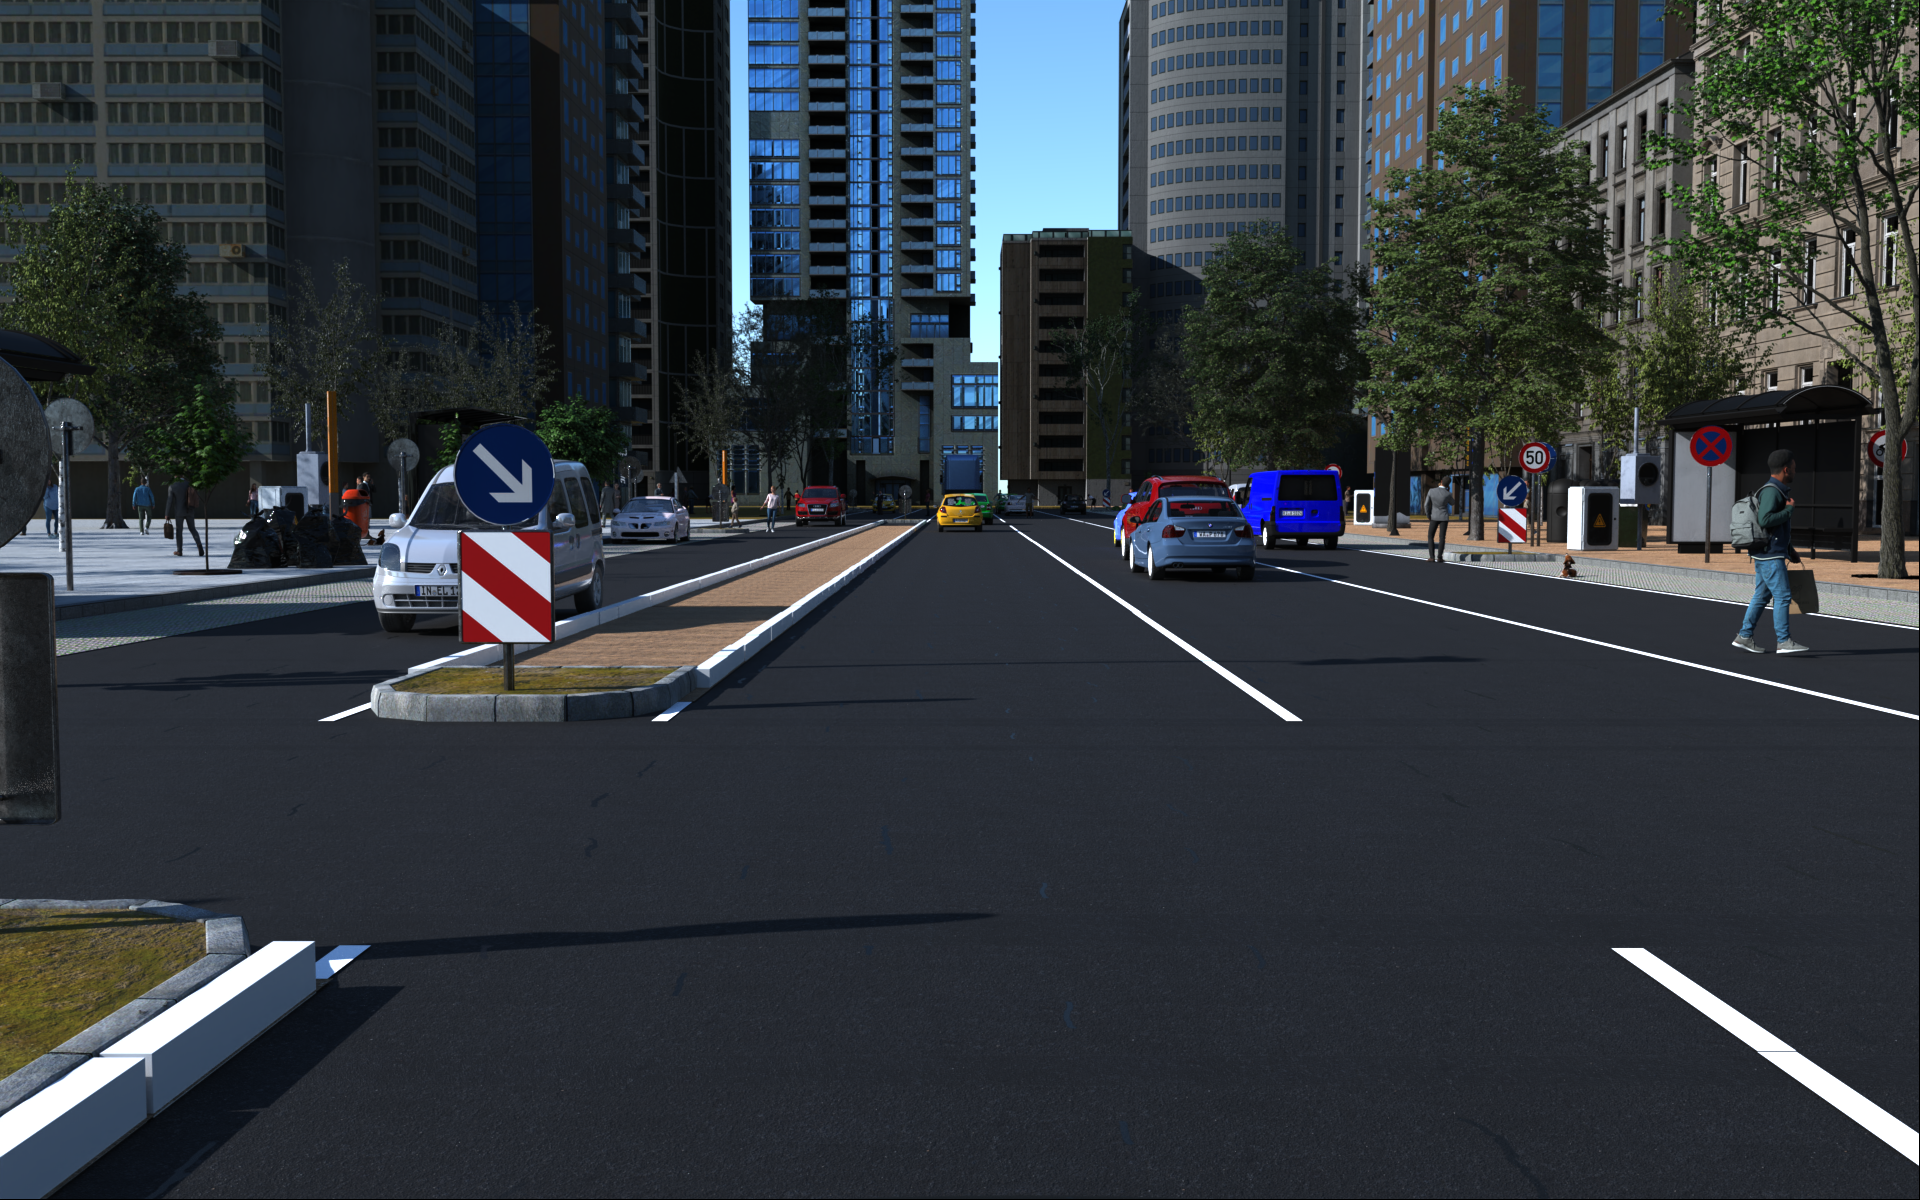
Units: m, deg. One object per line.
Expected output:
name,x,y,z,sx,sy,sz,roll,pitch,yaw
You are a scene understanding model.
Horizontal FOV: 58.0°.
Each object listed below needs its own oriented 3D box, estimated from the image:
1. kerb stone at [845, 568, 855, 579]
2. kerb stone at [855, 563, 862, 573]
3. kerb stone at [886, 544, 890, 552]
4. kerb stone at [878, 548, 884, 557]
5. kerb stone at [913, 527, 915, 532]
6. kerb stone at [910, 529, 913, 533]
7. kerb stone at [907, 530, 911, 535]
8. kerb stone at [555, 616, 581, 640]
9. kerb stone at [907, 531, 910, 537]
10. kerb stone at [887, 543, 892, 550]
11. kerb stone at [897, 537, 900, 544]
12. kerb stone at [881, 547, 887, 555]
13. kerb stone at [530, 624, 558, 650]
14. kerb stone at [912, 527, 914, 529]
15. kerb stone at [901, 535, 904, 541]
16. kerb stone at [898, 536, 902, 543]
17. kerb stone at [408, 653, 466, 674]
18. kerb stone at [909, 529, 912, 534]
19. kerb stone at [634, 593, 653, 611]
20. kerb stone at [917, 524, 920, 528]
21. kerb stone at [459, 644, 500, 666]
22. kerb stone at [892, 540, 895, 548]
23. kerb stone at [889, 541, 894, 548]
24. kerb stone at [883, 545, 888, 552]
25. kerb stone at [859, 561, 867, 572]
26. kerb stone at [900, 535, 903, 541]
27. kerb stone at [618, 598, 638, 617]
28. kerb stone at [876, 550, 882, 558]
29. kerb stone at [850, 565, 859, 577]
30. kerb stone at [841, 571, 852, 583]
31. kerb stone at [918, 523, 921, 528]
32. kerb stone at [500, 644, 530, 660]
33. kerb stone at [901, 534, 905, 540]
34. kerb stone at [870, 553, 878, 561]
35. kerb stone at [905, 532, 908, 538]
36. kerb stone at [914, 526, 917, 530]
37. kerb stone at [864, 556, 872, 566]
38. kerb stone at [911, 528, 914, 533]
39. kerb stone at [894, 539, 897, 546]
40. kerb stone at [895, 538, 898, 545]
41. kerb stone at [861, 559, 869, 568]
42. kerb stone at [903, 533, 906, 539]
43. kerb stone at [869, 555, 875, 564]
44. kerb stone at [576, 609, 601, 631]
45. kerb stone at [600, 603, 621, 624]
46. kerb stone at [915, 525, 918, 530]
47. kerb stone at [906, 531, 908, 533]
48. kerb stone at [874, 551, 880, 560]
kerb stone,-1.864,-0.392,28.605,0.120,0.150,1.000,0,4,0
kerb stone,-1.865,-0.517,30.666,0.120,0.150,1.000,0,4,0
kerb stone,-1.829,-1.209,41.965,0.120,0.150,1.000,0,4,0
kerb stone,-1.839,-1.021,38.884,0.120,0.150,1.000,0,4,0
kerb stone,-1.788,-2.460,62.463,0.120,0.150,1.000,0,4,0
kerb stone,-1.787,-2.275,59.396,0.120,0.150,1.000,0,4,0
kerb stone,-1.796,-2.147,57.343,0.120,0.150,1.000,0,4,0
kerb stone,-3.985,0.298,17.325,0.120,0.150,1.000,0,4,0
kerb stone,-1.795,-2.087,56.315,0.120,0.150,1.000,0,4,0
kerb stone,-1.824,-1.272,42.989,0.120,0.150,1.000,0,4,0
kerb stone,-1.811,-1.585,48.105,0.120,0.150,1.000,0,4,0
kerb stone,-1.832,-1.080,39.906,0.120,0.150,1.000,0,4,0
kerb stone,-3.985,0.362,16.295,0.120,0.150,1.000,0,4,0
kerb stone,-1.790,-2.400,61.440,0.120,0.150,1.000,0,4,0
kerb stone,-1.806,-1.773,51.180,0.120,0.150,1.000,0,4,0
kerb stone,-1.809,-1.647,49.127,0.120,0.150,1.000,0,4,0
kerb stone,-3.994,0.549,13.227,0.120,0.150,1.000,0,4,0
kerb stone,-1.784,-2.212,58.370,0.120,0.150,1.000,0,4,0
kerb stone,-3.982,0.049,21.421,0.120,0.150,1.000,0,4,0
kerb stone,-1.767,-2.839,68.614,0.120,0.150,1.000,0,4,0
kerb stone,-3.997,0.487,14.250,0.120,0.150,1.000,0,4,0
kerb stone,-1.825,-1.397,45.034,0.120,0.150,1.000,0,4,0
kerb stone,-1.826,-1.334,44.012,0.120,0.150,1.000,0,4,0
kerb stone,-1.833,-1.145,40.933,0.120,0.150,1.000,0,4,0
kerb stone,-1.846,-0.581,31.692,0.120,0.150,1.000,0,4,0
kerb stone,-1.804,-1.710,50.150,0.120,0.150,1.000,0,4,0
kerb stone,-3.980,0.110,20.399,0.120,0.150,1.000,0,4,0
kerb stone,-1.840,-0.956,37.855,0.120,0.150,1.000,0,4,0
kerb stone,-1.855,-0.455,29.634,0.120,0.150,1.000,0,4,0
kerb stone,-1.855,-0.329,27.579,0.120,0.150,1.000,0,4,0
kerb stone,-1.758,-2.896,69.637,0.120,0.150,1.000,0,4,0
kerb stone,-3.997,0.424,15.272,0.120,0.150,1.000,0,4,0
kerb stone,-1.809,-1.835,52.202,0.120,0.150,1.000,0,4,0
kerb stone,-1.833,-0.832,35.804,0.120,0.150,1.000,0,4,0
kerb stone,-1.798,-1.961,54.260,0.120,0.150,1.000,0,4,0
kerb stone,-1.780,-2.588,64.513,0.120,0.150,1.000,0,4,0
kerb stone,-1.848,-0.706,33.741,0.120,0.150,1.000,0,4,0
kerb stone,-1.781,-2.338,60.418,0.120,0.150,1.000,0,4,0
kerb stone,-1.817,-1.457,46.056,0.120,0.150,1.000,0,4,0
kerb stone,-1.823,-1.522,47.082,0.120,0.150,1.000,0,4,0
kerb stone,-1.849,-0.633,32.715,0.120,0.150,1.000,0,4,0
kerb stone,-1.801,-1.896,53.234,0.120,0.150,1.000,0,4,0
kerb stone,-1.846,-0.769,34.774,0.120,0.150,1.000,0,4,0
kerb stone,-3.992,0.235,18.348,0.120,0.150,1.000,0,4,0
kerb stone,-3.982,0.174,19.376,0.120,0.150,1.000,0,4,0
kerb stone,-1.774,-2.646,65.536,0.120,0.150,1.000,0,4,0
kerb stone,-1.801,-2.024,55.285,0.120,0.150,1.000,0,4,0
kerb stone,-1.846,-0.895,36.827,0.120,0.150,1.000,0,4,0
